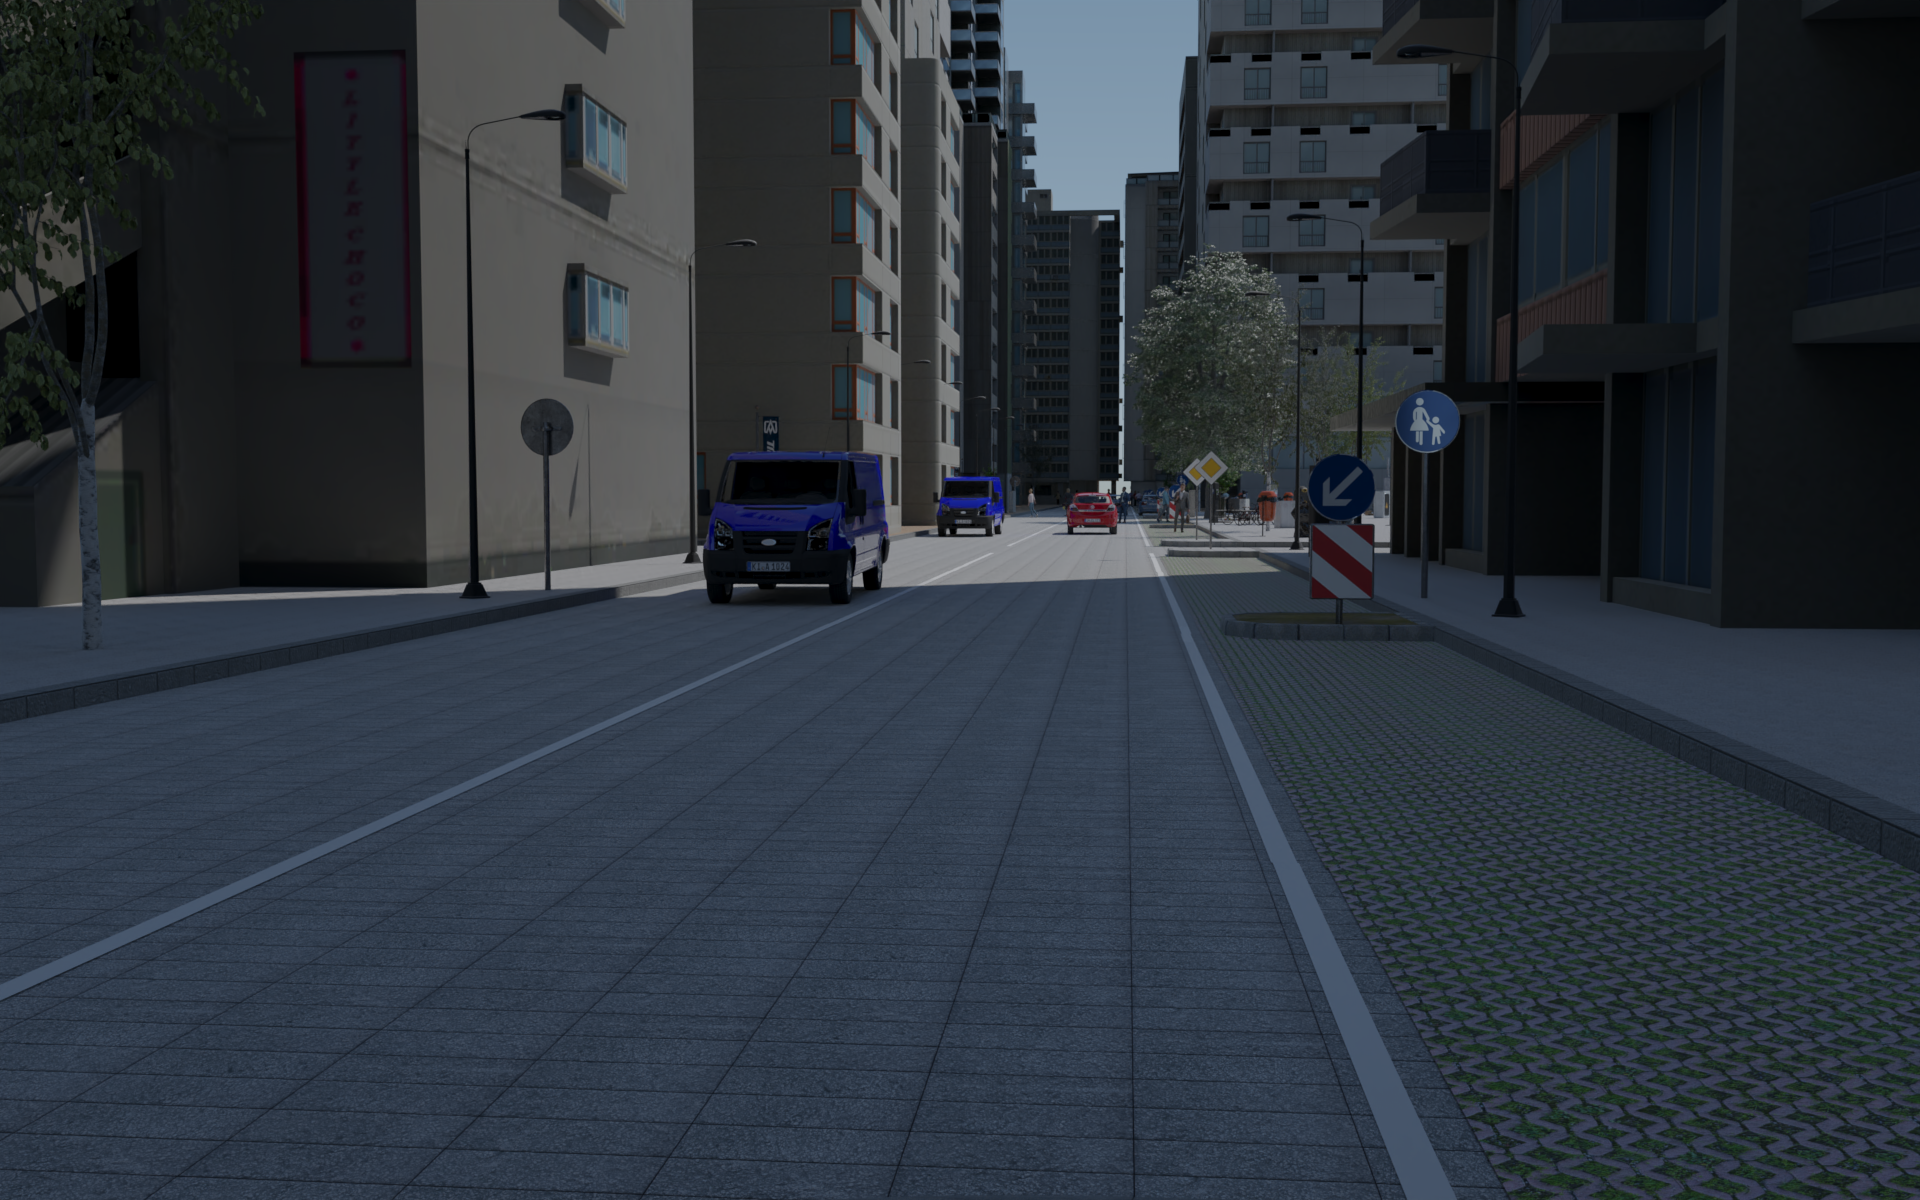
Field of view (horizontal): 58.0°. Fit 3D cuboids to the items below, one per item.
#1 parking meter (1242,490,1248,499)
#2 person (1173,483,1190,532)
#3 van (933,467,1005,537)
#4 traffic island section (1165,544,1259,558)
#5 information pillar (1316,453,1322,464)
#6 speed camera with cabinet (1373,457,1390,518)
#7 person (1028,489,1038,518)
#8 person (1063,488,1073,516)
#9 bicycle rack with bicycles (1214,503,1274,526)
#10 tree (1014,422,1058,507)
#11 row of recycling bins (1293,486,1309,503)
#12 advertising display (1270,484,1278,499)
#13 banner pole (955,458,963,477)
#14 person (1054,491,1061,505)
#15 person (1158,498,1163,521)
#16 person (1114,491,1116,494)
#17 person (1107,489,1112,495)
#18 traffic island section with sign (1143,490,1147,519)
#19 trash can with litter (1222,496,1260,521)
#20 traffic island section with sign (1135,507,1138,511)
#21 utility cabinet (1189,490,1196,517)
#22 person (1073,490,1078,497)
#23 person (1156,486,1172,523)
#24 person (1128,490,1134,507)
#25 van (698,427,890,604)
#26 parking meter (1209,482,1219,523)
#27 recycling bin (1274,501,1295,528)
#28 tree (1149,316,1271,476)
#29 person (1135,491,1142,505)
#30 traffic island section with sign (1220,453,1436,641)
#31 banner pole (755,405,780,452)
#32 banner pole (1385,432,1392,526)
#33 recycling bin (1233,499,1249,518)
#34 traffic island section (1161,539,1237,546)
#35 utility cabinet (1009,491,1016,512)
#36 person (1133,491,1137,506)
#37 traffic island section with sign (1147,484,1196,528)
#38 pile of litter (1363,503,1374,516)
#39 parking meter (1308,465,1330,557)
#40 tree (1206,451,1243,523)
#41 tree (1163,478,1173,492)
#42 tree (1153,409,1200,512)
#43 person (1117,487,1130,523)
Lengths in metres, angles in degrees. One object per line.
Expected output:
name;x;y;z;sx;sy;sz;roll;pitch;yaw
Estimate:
parking meter;18.050;-6.192;109.654;0.372;1.533;0.369;0;3;0
person;8.224;-3.420;64.386;0.622;1.834;0.822;0;3;0
van;0.381;-3.396;59.902;2.240;2.365;5.245;0;4;6
traffic island section;5.841;-1.097;40.217;2.009;0.180;2.903;0;4;5
information pillar;20.546;-6.589;99.091;0.183;3.616;0.504;-3;4;-37
speed camera with cabinet;22.789;-6.012;92.627;0.660;3.252;2.038;2;4;35
person;4.457;-5.855;104.906;0.598;1.740;0.731;1;4;17
person;7.450;-6.425;113.771;1.509;1.804;0.699;3;4;37
bicycle rack with bicycles;11.931;-3.549;71.403;2.925;0.926;2.852;-2;4;-24
tree;7.582;-13.601;172.735;4.360;8.622;3.978;0;3;0
row of recycling bins;19.243;-5.112;90.692;3.534;1.692;1.069;1;4;16
advertising display;20.386;-6.572;112.670;0.123;1.923;0.974;3;5;40
banner pole;-0.076;-8.045;121.560;0.863;3.779;0.401;0;4;7
person;11.567;-12.009;204.942;1.348;1.812;0.705;-3;5;-42
person;10.719;-4.790;91.829;0.382;1.210;0.505;-2;4;-34
person;17.532;-11.460;196.593;0.721;1.735;1.217;2;4;24
person;11.039;-7.346;128.571;1.348;1.831;0.705;1;4;9
traffic island section with sign;11.603;-5.611;100.369;1.989;1.847;2.006;0;4;5
trash can with litter;13.558;-4.408;83.122;2.233;1.210;1.678;0;4;-4
traffic island section with sign;16.293;-8.614;149.460;1.989;1.847;2.006;0;4;5
utility cabinet;12.699;-5.271;94.864;0.318;1.500;1.173;0;4;4
person;10.892;-9.331;161.068;1.348;1.823;0.705;3;5;40
person;10.216;-4.782;86.549;0.748;1.841;0.638;1;4;17
person;18.798;-11.103;189.899;0.709;1.838;0.599;-2;4;-28
van;-2.229;-1.224;24.399;2.240;2.365;5.245;0;4;4
parking meter;11.238;-4.335;76.591;0.399;1.863;0.255;3;5;45
recycling bin;12.295;-3.223;65.252;0.722;1.027;0.722;-1;4;-11
tree;15.092;-11.411;104.695;7.486;12.596;7.792;0;3;0
person;17.243;-9.643;167.099;0.756;1.711;0.436;0;4;6
traffic island section with sign;3.703;-0.558;17.747;1.989;1.847;2.006;0;4;5
banner pole;-5.489;-3.600;48.878;0.863;3.779;0.401;-1;4;-19
banner pole;17.476;-4.897;70.077;0.401;3.779;0.863;0;4;5
recycling bin;15.022;-4.895;92.595;0.722;1.027;0.722;2;4;28
traffic island section;6.601;-1.583;48.166;2.009;0.180;2.903;0;4;5
utility cabinet;3.596;-6.772;119.393;0.318;1.500;1.173;1;4;11
person;20.152;-11.639;198.742;0.705;1.831;1.348;3;5;40
traffic island section with sign;8.950;-3.916;72.653;1.989;1.847;2.006;0;4;5
pile of litter;24.574;-5.465;103.311;1.719;0.858;1.176;-3;4;-39
parking meter;7.328;-1.808;35.276;0.399;1.863;0.255;-1;4;-19
tree;11.641;-5.099;77.965;1.663;3.219;1.824;0;3;0
tree;22.732;-12.032;191.321;1.663;3.219;1.824;0;3;0
tree;16.940;-10.629;124.151;4.737;8.622;4.395;0;3;0
person;8.049;-4.692;85.404;0.721;1.800;0.419;3;5;43
